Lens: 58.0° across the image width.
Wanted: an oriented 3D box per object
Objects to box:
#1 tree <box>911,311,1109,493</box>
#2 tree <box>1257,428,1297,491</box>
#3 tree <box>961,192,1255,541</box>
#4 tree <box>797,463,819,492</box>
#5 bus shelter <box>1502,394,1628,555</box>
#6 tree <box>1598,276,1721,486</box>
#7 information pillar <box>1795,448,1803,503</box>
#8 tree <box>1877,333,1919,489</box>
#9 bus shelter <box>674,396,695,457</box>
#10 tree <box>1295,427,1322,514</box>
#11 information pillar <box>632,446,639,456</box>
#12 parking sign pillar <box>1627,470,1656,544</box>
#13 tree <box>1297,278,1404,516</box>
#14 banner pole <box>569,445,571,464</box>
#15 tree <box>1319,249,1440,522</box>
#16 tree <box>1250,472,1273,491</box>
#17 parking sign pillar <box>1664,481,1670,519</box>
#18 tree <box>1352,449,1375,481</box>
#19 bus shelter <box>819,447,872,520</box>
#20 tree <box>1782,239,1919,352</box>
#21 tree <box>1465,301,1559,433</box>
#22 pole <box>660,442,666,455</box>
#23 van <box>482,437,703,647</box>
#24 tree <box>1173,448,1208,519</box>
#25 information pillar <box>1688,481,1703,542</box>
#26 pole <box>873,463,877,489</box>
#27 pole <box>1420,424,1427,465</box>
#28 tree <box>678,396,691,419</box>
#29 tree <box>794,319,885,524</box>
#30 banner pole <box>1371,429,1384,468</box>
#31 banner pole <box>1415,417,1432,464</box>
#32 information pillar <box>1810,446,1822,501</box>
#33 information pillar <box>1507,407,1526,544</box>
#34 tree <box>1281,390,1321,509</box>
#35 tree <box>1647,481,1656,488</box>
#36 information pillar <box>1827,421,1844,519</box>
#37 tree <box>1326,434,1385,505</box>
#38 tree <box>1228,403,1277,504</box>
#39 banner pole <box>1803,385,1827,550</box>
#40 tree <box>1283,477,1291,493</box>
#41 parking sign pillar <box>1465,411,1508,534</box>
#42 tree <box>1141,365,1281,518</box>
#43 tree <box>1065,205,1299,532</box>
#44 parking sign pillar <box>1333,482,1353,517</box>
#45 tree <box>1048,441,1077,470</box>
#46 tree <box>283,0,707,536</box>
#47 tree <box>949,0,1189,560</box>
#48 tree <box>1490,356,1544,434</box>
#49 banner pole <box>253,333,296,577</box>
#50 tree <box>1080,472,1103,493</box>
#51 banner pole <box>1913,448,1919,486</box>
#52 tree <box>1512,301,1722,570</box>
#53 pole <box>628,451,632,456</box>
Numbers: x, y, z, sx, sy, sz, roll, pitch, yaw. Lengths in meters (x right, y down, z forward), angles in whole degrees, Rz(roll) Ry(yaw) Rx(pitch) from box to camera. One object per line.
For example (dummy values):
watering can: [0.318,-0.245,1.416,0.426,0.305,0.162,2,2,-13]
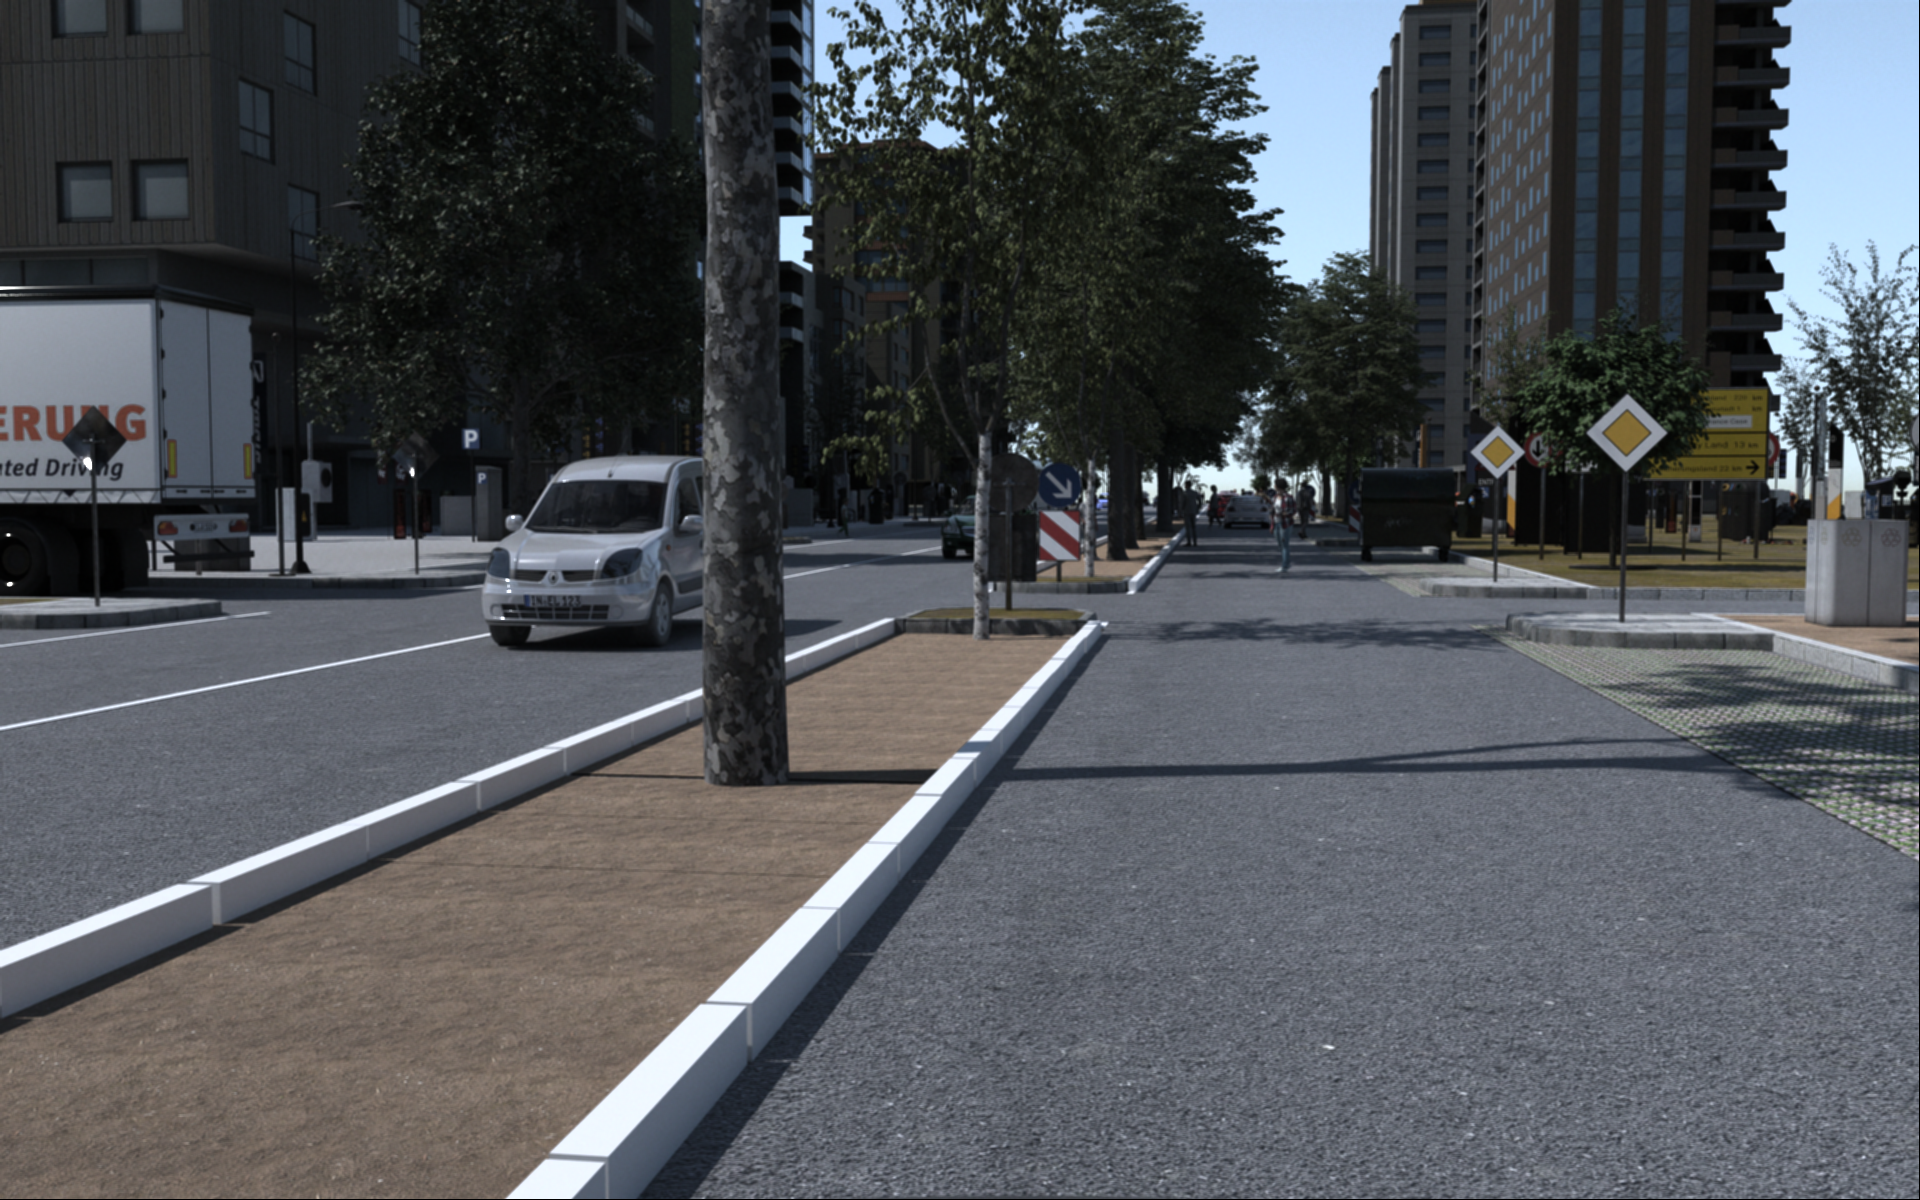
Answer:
tree: [1.570,-12.455,114.004,12.009,13.543,11.850,0,3,0]
tree: [31.382,-13.450,170.266,4.360,8.622,3.978,0,3,0]
tree: [5.434,-7.640,53.130,9.928,11.665,9.643,0,3,0]
tree: [-8.288,-6.031,93.203,1.663,3.219,1.824,0,3,0]
bus shelter: [13.683,-2.941,39.372,1.731,3.624,6.357,1,4,8]
tree: [23.618,-6.673,59.463,4.360,8.622,3.978,0,3,0]
information pillar: [42.609,-5.907,87.928,0.504,3.616,0.183,-2,4,-34]
tree: [42.290,-7.670,75.762,4.737,8.622,4.395,0,3,0]
bus shelter: [-8.891,-5.296,64.216,2.179,5.291,8.768,1,4,8]
tree: [23.248,-9.869,111.717,4.737,8.622,4.395,0,3,0]
information pillar: [-15.881,-5.705,84.634,0.183,3.616,0.504,3,4,36]
parking sign pillar: [17.151,-3.460,45.048,1.447,3.967,1.447,0,4,-2]
tree: [21.609,-11.923,101.595,9.857,13.997,8.962,0,3,0]
banner pole: [-13.486,-4.276,59.934,0.401,3.779,0.863,-1,4,-16]
tree: [18.565,-9.945,80.728,7.486,12.596,7.792,0,3,0]
tree: [42.879,-16.031,245.816,4.285,4.588,4.351,0,3,0]
parking sign pillar: [36.642,-6.254,90.731,1.447,3.967,1.447,-3,4,-38]
tree: [17.091,-4.822,73.435,1.663,3.219,1.824,0,3,0]
bus shelter: [-5.723,-5.974,88.965,1.731,3.624,6.357,1,4,8]
tree: [25.739,-6.057,49.400,4.360,8.622,3.978,0,3,0]
tree: [21.216,-7.029,65.292,4.737,8.622,4.395,0,3,0]
pole: [-11.545,-4.501,67.434,0.158,3.312,0.155,0,3,0]
van: [-3.425,-0.649,17.624,2.013,2.044,4.112,0,4,7]
tree: [12.542,-8.926,98.760,4.360,8.622,3.978,0,3,0]
information pillar: [19.638,-2.554,46.246,0.304,2.012,0.304,1,4,15]
pole: [-4.877,-6.451,99.320,0.158,3.312,0.155,0,3,0]
pole: [13.548,-3.476,50.676,0.158,3.312,0.155,0,3,0]
tree: [-7.381,-6.472,56.186,4.737,8.622,4.395,0,3,0]
tree: [-5.168,-7.522,73.341,4.360,8.622,3.978,0,3,0]
banner pole: [15.869,-4.650,66.048,0.401,3.779,0.863,-2,4,-26]
banner pole: [15.106,-4.061,56.414,0.401,3.779,0.863,-2,4,-27]
information pillar: [38.317,-5.268,77.479,0.504,3.616,0.183,1,4,20]
information pillar: [14.250,-3.239,44.313,0.183,3.616,0.504,-2,4,-33]
tree: [28.407,-12.857,144.627,7.601,10.594,8.767,1,4,19]
tree: [31.753,-8.041,81.828,4.737,8.622,4.395,0,3,0]
information pillar: [28.132,-3.934,55.679,0.183,3.616,0.504,-2,4,-25]
tree: [20.133,-6.360,87.707,4.285,4.588,4.351,0,3,0]
tree: [39.684,-19.203,224.335,12.009,13.543,11.850,0,3,0]
banner pole: [19.896,-3.065,40.137,0.863,3.779,0.401,-3,5,-44]
tree: [35.711,-11.998,190.773,1.663,3.219,1.824,0,3,0]
parking sign pillar: [16.938,-4.110,55.663,1.447,3.967,1.447,3,5,43]
tree: [8.853,-8.342,73.265,8.767,10.594,7.601,1,4,8]
tree: [7.675,-9.499,64.428,9.857,13.997,8.962,0,3,0]
parking sign pillar: [21.200,-6.506,94.845,1.447,3.967,1.447,-1,4,-19]
tree: [10.558,-13.918,177.914,4.360,8.622,3.978,0,3,0]
tree: [-9.249,-7.317,36.643,9.611,12.733,9.660,0,3,0]
tree: [3.439,-7.111,36.857,7.486,12.596,7.792,0,3,0]
tree: [29.891,-8.616,91.240,4.360,8.622,3.978,0,3,0]
banner pole: [-10.833,-2.260,26.962,0.863,3.779,0.401,0,4,-3]
tree: [16.151,-14.228,216.343,4.285,4.588,4.351,0,3,0]
banner pole: [37.364,-4.734,67.415,0.401,3.779,0.863,0,4,-6]
tree: [11.252,-2.818,29.786,4.285,4.588,4.351,0,3,0]
pole: [-15.707,-5.417,82.412,0.158,3.312,0.155,0,3,0]
